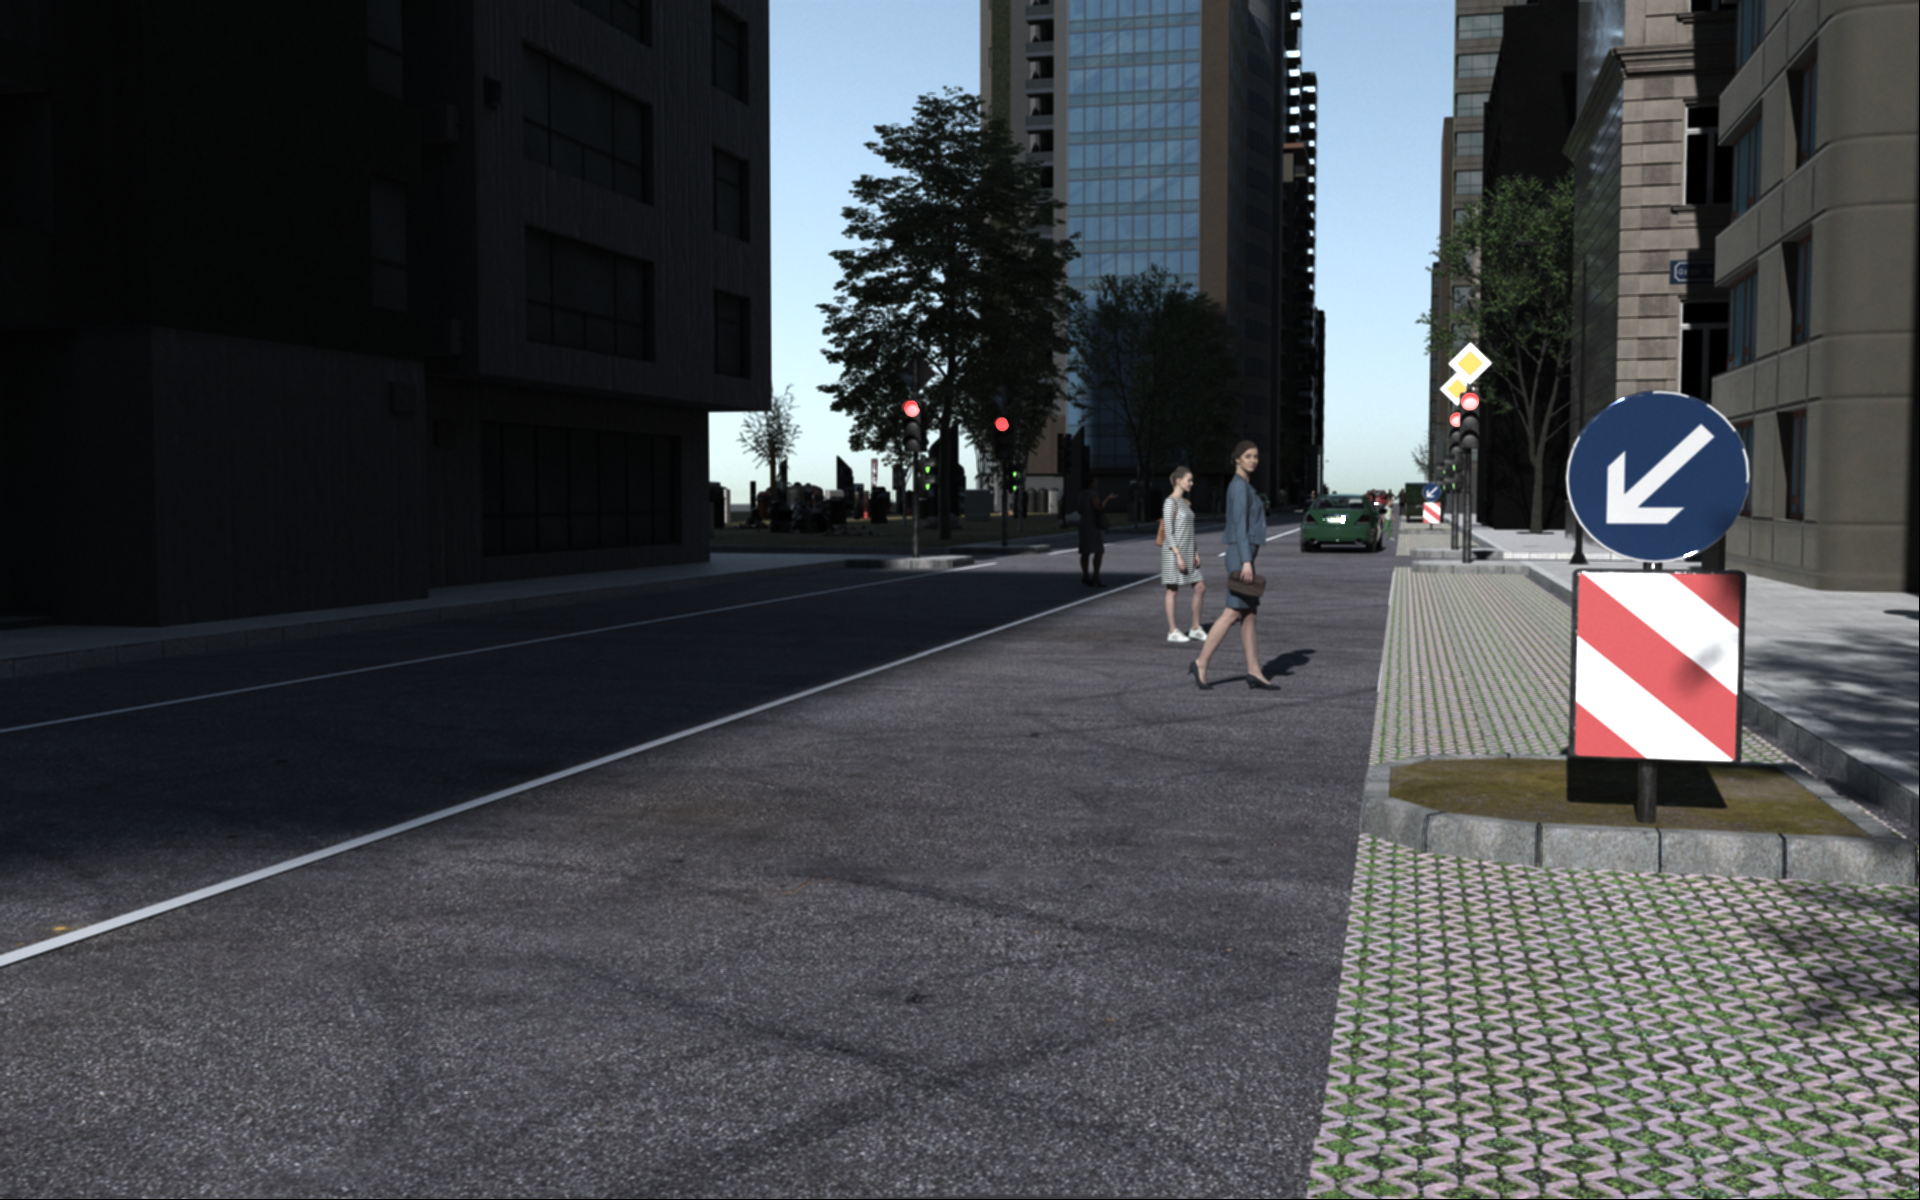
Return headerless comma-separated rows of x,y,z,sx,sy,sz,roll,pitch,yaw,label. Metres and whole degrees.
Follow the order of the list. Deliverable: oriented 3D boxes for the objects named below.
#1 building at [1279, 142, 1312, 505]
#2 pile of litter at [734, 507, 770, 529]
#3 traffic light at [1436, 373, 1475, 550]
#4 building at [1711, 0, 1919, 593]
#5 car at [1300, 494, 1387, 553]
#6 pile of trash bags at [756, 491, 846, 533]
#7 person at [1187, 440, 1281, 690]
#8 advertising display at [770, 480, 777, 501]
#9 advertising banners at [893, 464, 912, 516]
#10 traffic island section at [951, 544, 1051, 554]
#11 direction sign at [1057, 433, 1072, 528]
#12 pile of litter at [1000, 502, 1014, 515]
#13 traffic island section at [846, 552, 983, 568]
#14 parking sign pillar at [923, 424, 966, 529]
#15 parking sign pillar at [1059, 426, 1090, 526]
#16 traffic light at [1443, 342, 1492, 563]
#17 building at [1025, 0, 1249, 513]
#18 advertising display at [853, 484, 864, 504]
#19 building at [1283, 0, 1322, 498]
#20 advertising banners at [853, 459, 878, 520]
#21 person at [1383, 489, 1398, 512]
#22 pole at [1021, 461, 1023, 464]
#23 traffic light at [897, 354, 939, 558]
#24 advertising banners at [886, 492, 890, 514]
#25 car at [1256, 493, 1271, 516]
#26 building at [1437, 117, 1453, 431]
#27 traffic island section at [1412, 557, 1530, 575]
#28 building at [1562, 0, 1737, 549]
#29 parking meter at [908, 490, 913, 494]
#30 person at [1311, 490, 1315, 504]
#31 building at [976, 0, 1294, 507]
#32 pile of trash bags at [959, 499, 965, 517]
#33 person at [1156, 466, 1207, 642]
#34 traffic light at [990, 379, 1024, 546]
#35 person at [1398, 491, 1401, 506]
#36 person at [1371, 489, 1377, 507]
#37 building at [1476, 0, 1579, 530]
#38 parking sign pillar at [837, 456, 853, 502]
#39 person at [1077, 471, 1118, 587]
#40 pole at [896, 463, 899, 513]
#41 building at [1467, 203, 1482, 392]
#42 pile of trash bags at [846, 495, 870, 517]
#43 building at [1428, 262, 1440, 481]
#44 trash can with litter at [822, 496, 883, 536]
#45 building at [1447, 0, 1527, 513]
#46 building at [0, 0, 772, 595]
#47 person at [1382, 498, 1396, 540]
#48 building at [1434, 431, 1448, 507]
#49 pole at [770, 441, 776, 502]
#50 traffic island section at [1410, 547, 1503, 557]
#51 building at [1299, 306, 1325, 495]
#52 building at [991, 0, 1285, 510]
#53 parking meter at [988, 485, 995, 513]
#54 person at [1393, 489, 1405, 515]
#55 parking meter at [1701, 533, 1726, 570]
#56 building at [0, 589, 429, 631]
31.530,-34.181,213.490,22.147,44.769,28.867,1,4,14,building
-7.688,-3.098,64.617,1.176,0.858,1.719,-3,5,-42,pile of litter
11.397,-3.116,39.862,0.839,4.253,0.868,1,4,14,traffic light
23.383,-10.299,13.431,27.650,21.520,28.899,1,4,14,building
9.673,-1.955,43.769,2.131,1.459,4.920,1,4,16,car
-5.796,-2.995,58.722,1.912,1.369,3.447,-3,5,-44,pile of trash bags
2.020,-0.254,12.681,0.654,1.822,0.581,2,4,23,person
-8.663,-4.612,80.612,0.123,1.923,0.974,0,4,5,advertising display
-2.994,-6.440,101.489,0.090,3.025,2.074,3,5,43,advertising banners
1.077,-1.244,42.619,2.009,0.180,2.903,1,4,14,traffic island section
3.921,-4.467,65.035,0.379,3.537,0.876,3,4,38,direction sign
3.126,-5.787,108.588,1.176,0.858,1.719,-1,4,-11,pile of litter
-0.908,-0.771,34.884,2.009,0.180,2.903,1,4,14,traffic island section
-0.639,-4.635,64.254,1.447,3.967,1.447,3,5,42,parking sign pillar
4.708,-4.965,69.657,1.447,3.967,1.447,-2,4,-28,parking sign pillar
9.412,-2.643,32.127,0.839,4.253,0.868,1,4,14,traffic light
13.150,-29.069,125.388,14.600,45.320,14.200,1,4,14,building
-6.302,-6.245,107.312,0.123,1.923,0.974,2,4,35,advertising display
39.639,-56.778,240.985,22.319,86.520,31.000,1,4,14,building
-4.693,-5.502,86.144,0.090,3.025,2.074,-3,4,-38,advertising banners
34.427,-7.948,138.590,1.348,1.807,0.705,3,5,42,person
3.823,-6.849,105.824,0.158,3.312,0.155,0,3,0,pole
-0.872,-2.802,34.740,0.839,4.253,0.868,1,4,14,traffic light
-4.680,-7.001,110.655,2.074,3.025,0.090,-3,5,-43,advertising banners
18.607,-6.169,109.653,1.959,1.807,4.718,1,4,16,car
62.552,-33.627,199.914,14.600,45.320,14.200,1,4,14,building
9.448,-0.609,32.231,2.009,0.180,2.903,1,4,14,traffic island section
27.869,-14.899,40.857,25.104,27.353,12.463,1,4,14,building
-2.933,-5.794,103.149,0.372,1.533,0.369,0,3,0,parking meter
31.656,-8.912,154.741,0.617,1.759,0.750,-2,4,-31,person
18.087,-35.817,174.849,28.713,52.752,27.495,1,4,14,building
0.024,-5.898,106.176,1.912,1.369,3.447,-2,4,-24,pile of trash bags
2.142,-0.448,16.831,0.522,1.701,0.512,2,4,34,person
1.114,-3.275,42.475,0.839,4.253,0.868,1,4,14,traffic light
53.137,-12.250,208.796,0.705,1.822,1.348,-1,4,-17,person
32.049,-7.684,134.138,0.705,1.822,1.348,2,4,30,person
27.190,-14.571,67.916,12.332,23.373,15.834,1,4,14,building
-8.078,-8.159,121.877,1.447,3.967,1.447,3,4,39,parking sign pillar
2.138,-1.096,26.785,0.532,1.782,0.716,-2,4,-24,person
-4.126,-7.376,114.434,0.158,3.312,0.155,0,3,0,pole
34.679,-16.738,92.744,14.460,24.649,34.723,1,4,14,building
-6.045,-5.431,98.549,1.912,1.369,3.447,-2,4,-33,pile of trash bags
65.454,-27.083,214.506,14.160,30.474,14.107,1,4,14,building
-3.374,-2.606,53.667,2.233,1.210,1.678,-1,4,-22,trash can with litter
41.221,-26.671,119.673,14.154,41.232,14.086,1,4,14,building
-11.331,-15.827,30.474,14.107,30.474,14.160,1,4,14,building
13.262,-2.514,53.845,0.590,1.304,0.306,2,4,27,person
58.010,-52.214,166.369,22.319,86.520,31.000,1,4,14,building
-7.160,-4.436,66.364,0.158,3.312,0.155,0,3,0,pole
11.433,-1.082,39.967,2.009,0.180,2.903,1,4,14,traffic island section
48.001,-30.098,263.796,14.160,30.474,14.107,1,4,14,building
15.652,-36.954,146.195,21.231,58.520,28.212,1,4,14,building
2.080,-6.724,115.653,0.399,1.863,0.255,-2,4,-24,parking meter
30.431,-6.758,119.126,1.348,1.807,0.705,-1,4,-11,person
11.841,-1.313,27.180,0.255,1.863,0.399,3,5,42,parking meter
-15.032,-14.909,15.456,14.160,30.474,14.107,1,4,14,building
